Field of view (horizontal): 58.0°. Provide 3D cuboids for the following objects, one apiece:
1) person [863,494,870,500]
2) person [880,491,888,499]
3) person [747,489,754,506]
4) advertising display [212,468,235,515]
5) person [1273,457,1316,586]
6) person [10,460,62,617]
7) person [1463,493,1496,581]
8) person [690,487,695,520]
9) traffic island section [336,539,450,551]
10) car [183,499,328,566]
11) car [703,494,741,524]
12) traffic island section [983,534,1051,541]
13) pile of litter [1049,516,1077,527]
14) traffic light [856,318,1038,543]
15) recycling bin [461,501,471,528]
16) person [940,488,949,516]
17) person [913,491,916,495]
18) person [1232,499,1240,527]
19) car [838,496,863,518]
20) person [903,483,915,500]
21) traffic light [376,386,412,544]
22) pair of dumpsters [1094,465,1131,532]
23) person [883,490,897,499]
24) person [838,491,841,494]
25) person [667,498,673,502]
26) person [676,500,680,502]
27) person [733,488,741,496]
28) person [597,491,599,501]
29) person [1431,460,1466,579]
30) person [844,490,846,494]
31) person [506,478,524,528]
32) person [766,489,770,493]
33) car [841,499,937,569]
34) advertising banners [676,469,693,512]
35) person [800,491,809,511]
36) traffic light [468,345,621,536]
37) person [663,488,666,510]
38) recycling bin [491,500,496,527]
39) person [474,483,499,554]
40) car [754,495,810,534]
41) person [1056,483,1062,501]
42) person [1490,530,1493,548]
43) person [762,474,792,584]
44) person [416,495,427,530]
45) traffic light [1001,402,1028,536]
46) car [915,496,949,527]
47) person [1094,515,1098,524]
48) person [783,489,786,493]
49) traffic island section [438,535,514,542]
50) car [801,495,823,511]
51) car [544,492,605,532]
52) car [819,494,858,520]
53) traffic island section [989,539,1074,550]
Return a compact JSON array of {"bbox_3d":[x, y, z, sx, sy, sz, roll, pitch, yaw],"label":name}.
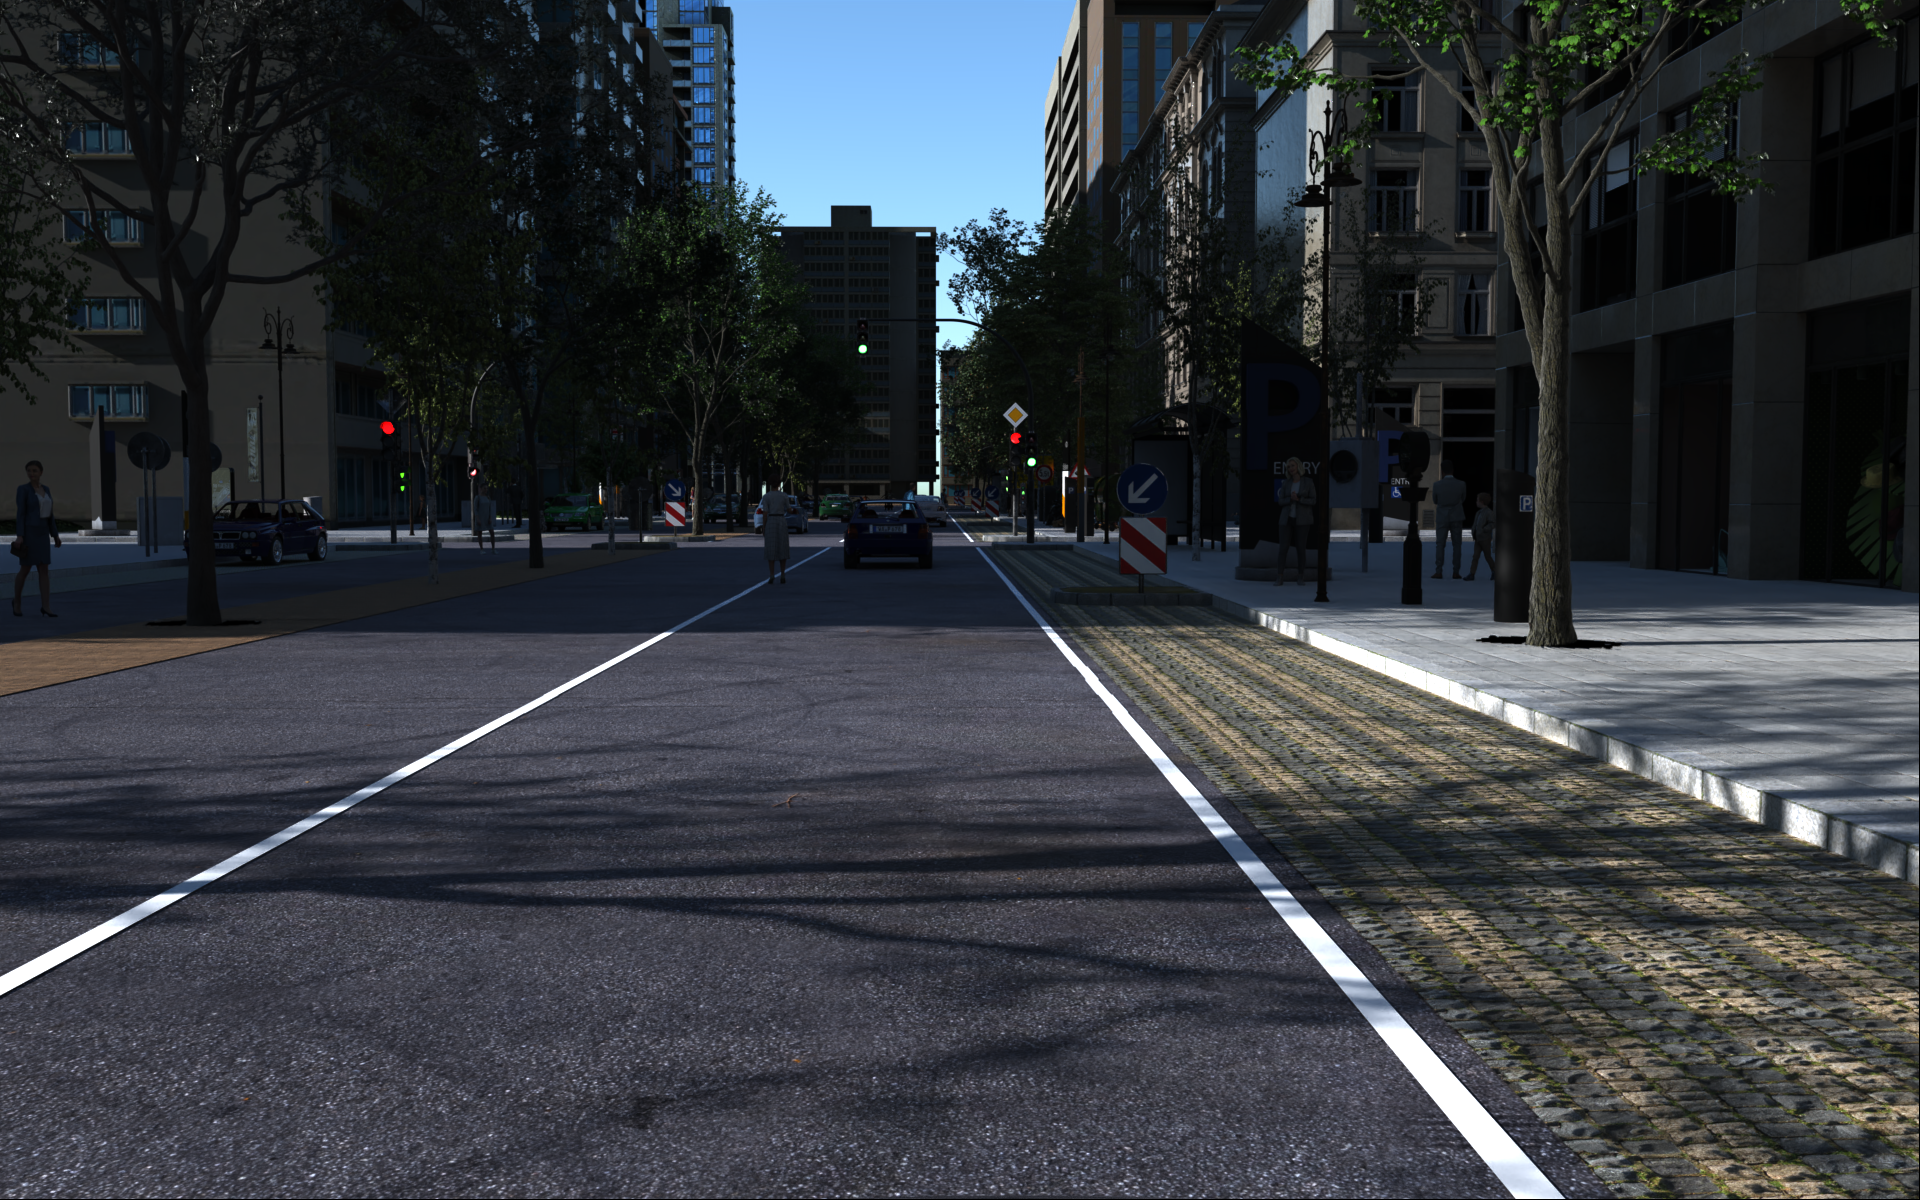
[{"bbox_3d":[-9.763,-10.250,179.344,1.065,1.426,0.557,0,4,5],"label":"person"},{"bbox_3d":[-6.480,-8.755,152.365,1.217,1.735,0.721,-2,4,-25],"label":"person"},{"bbox_3d":[-21.906,-10.614,180.130,0.990,1.755,0.434,0,4,2],"label":"person"},{"bbox_3d":[-18.126,-2.279,42.474,0.974,1.923,0.123,2,4,32],"label":"advertising display"},{"bbox_3d":[4.703,-1.102,24.241,0.537,1.800,0.526,2,4,32],"label":"person"},{"bbox_3d":[-10.821,-0.717,20.240,0.654,1.822,0.581,2,4,35],"label":"person"},{"bbox_3d":[7.764,-0.938,25.659,0.640,1.303,0.475,-2,4,-30],"label":"person"},{"bbox_3d":[-14.798,-5.394,96.673,0.573,1.828,0.580,2,4,30],"label":"person"},{"bbox_3d":[-14.688,-1.382,44.880,2.009,0.180,2.903,0,4,-1],"label":"traffic island section"},{"bbox_3d":[-14.442,-1.410,35.640,1.945,1.354,3.894,0,4,-1],"label":"car"},{"bbox_3d":[-11.598,-4.523,85.749,2.131,1.459,4.920,0,4,-1],"label":"car"},{"bbox_3d":[1.717,-1.887,53.136,2.009,0.180,2.903,0,4,-1],"label":"traffic island section"},{"bbox_3d":[4.007,-3.268,67.391,1.176,0.858,1.719,3,5,41],"label":"pile of litter"},{"bbox_3d":[-0.279,-4.293,44.861,4.771,5.953,1.251,0,4,-1],"label":"traffic light"},{"bbox_3d":[-18.731,-3.314,66.731,0.722,1.027,0.722,1,4,10],"label":"recycling bin"},{"bbox_3d":[-1.057,-6.387,113.017,0.778,1.811,0.616,-2,4,-26],"label":"person"},{"bbox_3d":[-4.494,-9.760,168.040,1.348,1.831,0.705,3,4,37],"label":"person"},{"bbox_3d":[11.003,-3.468,68.241,0.738,1.151,1.012,1,4,13],"label":"person"},{"bbox_3d":[-6.514,-5.665,105.199,1.945,1.354,3.894,0,4,-1],"label":"car"},{"bbox_3d":[-1.589,-2.787,54.409,0.444,1.785,0.601,-2,4,-26],"label":"person"},{"bbox_3d":[-14.648,-3.414,44.746,0.839,4.253,0.868,0,4,-1],"label":"traffic light"},{"bbox_3d":[5.558,-3.583,61.078,1.574,2.255,4.437,0,4,-1],"label":"pair of dumpsters"},{"bbox_3d":[-6.071,-8.695,150.668,1.348,1.823,0.705,1,4,17],"label":"person"},{"bbox_3d":[-11.410,-9.422,163.490,0.436,1.711,0.756,3,5,39],"label":"person"},{"bbox_3d":[-22.175,-7.695,132.673,0.721,1.723,1.217,0,4,7],"label":"person"},{"bbox_3d":[-23.946,-8.601,147.348,0.721,1.739,1.217,3,4,39],"label":"person"},{"bbox_3d":[-21.275,-9.641,163.683,1.348,1.823,0.705,0,4,-3],"label":"person"},{"bbox_3d":[-25.028,-7.007,120.787,0.466,1.800,0.511,3,5,39],"label":"person"},{"bbox_3d":[7.425,-1.230,26.340,0.511,1.800,0.466,0,4,-2],"label":"person"},{"bbox_3d":[-9.950,-8.607,149.775,0.990,1.755,0.434,1,4,15],"label":"person"},{"bbox_3d":[-16.915,-3.694,65.797,0.474,1.900,0.648,2,4,24],"label":"person"},{"bbox_3d":[-18.890,-10.079,171.290,0.568,1.767,0.683,-1,4,-15],"label":"person"},{"bbox_3d":[-1.424,-1.349,34.637,1.945,1.354,3.894,0,4,-2],"label":"car"},{"bbox_3d":[-19.598,-7.799,123.707,0.090,3.025,2.074,2,4,29],"label":"advertising banners"},{"bbox_3d":[-13.199,-8.543,148.898,1.217,1.735,0.721,0,4,-4],"label":"person"},{"bbox_3d":[-12.692,-4.779,52.800,4.771,5.953,1.251,0,4,-1],"label":"traffic light"},{"bbox_3d":[-23.438,-7.985,136.538,0.705,1.831,1.348,-3,4,-36],"label":"person"},{"bbox_3d":[-18.735,-3.416,68.409,0.722,1.027,0.722,-1,4,-22],"label":"recycling bin"},{"bbox_3d":[-11.315,-1.936,41.161,0.522,1.701,0.512,3,5,42],"label":"person"},{"bbox_3d":[-6.506,-3.130,63.184,2.014,1.417,4.499,0,4,-2],"label":"car"},{"bbox_3d":[4.619,-4.344,77.321,0.529,1.795,0.600,-2,4,-24],"label":"person"},{"bbox_3d":[12.854,-2.096,41.158,0.643,1.720,0.563,2,4,33],"label":"person"},{"bbox_3d":[-2.938,-1.143,27.765,0.480,1.755,0.524,-1,4,-14],"label":"person"},{"bbox_3d":[-19.492,-3.177,62.658,0.373,1.253,0.362,0,4,-3],"label":"person"},{"bbox_3d":[1.677,-3.921,53.021,0.839,4.253,0.868,0,4,-1],"label":"traffic light"},{"bbox_3d":[-1.539,-3.927,76.565,2.083,1.381,4.827,0,4,-1],"label":"car"},{"bbox_3d":[4.327,-2.842,58.007,0.738,1.151,1.012,2,4,27],"label":"person"},{"bbox_3d":[-14.127,-8.001,139.275,0.705,1.831,1.348,-1,4,-9],"label":"person"},{"bbox_3d":[-14.822,-1.871,52.864,2.009,0.180,2.903,0,4,-1],"label":"traffic island section"},{"bbox_3d":[-12.398,-8.092,144.890,1.945,1.354,3.894,0,4,-2],"label":"car"},{"bbox_3d":[-14.917,-3.553,66.882,1.959,1.807,4.718,0,4,-1],"label":"car"},{"bbox_3d":[-6.732,-5.118,95.476,2.131,1.459,4.920,0,4,0],"label":"car"},{"bbox_3d":[1.851,-1.399,45.152,2.009,0.180,2.903,0,4,-1],"label":"traffic island section"}]
